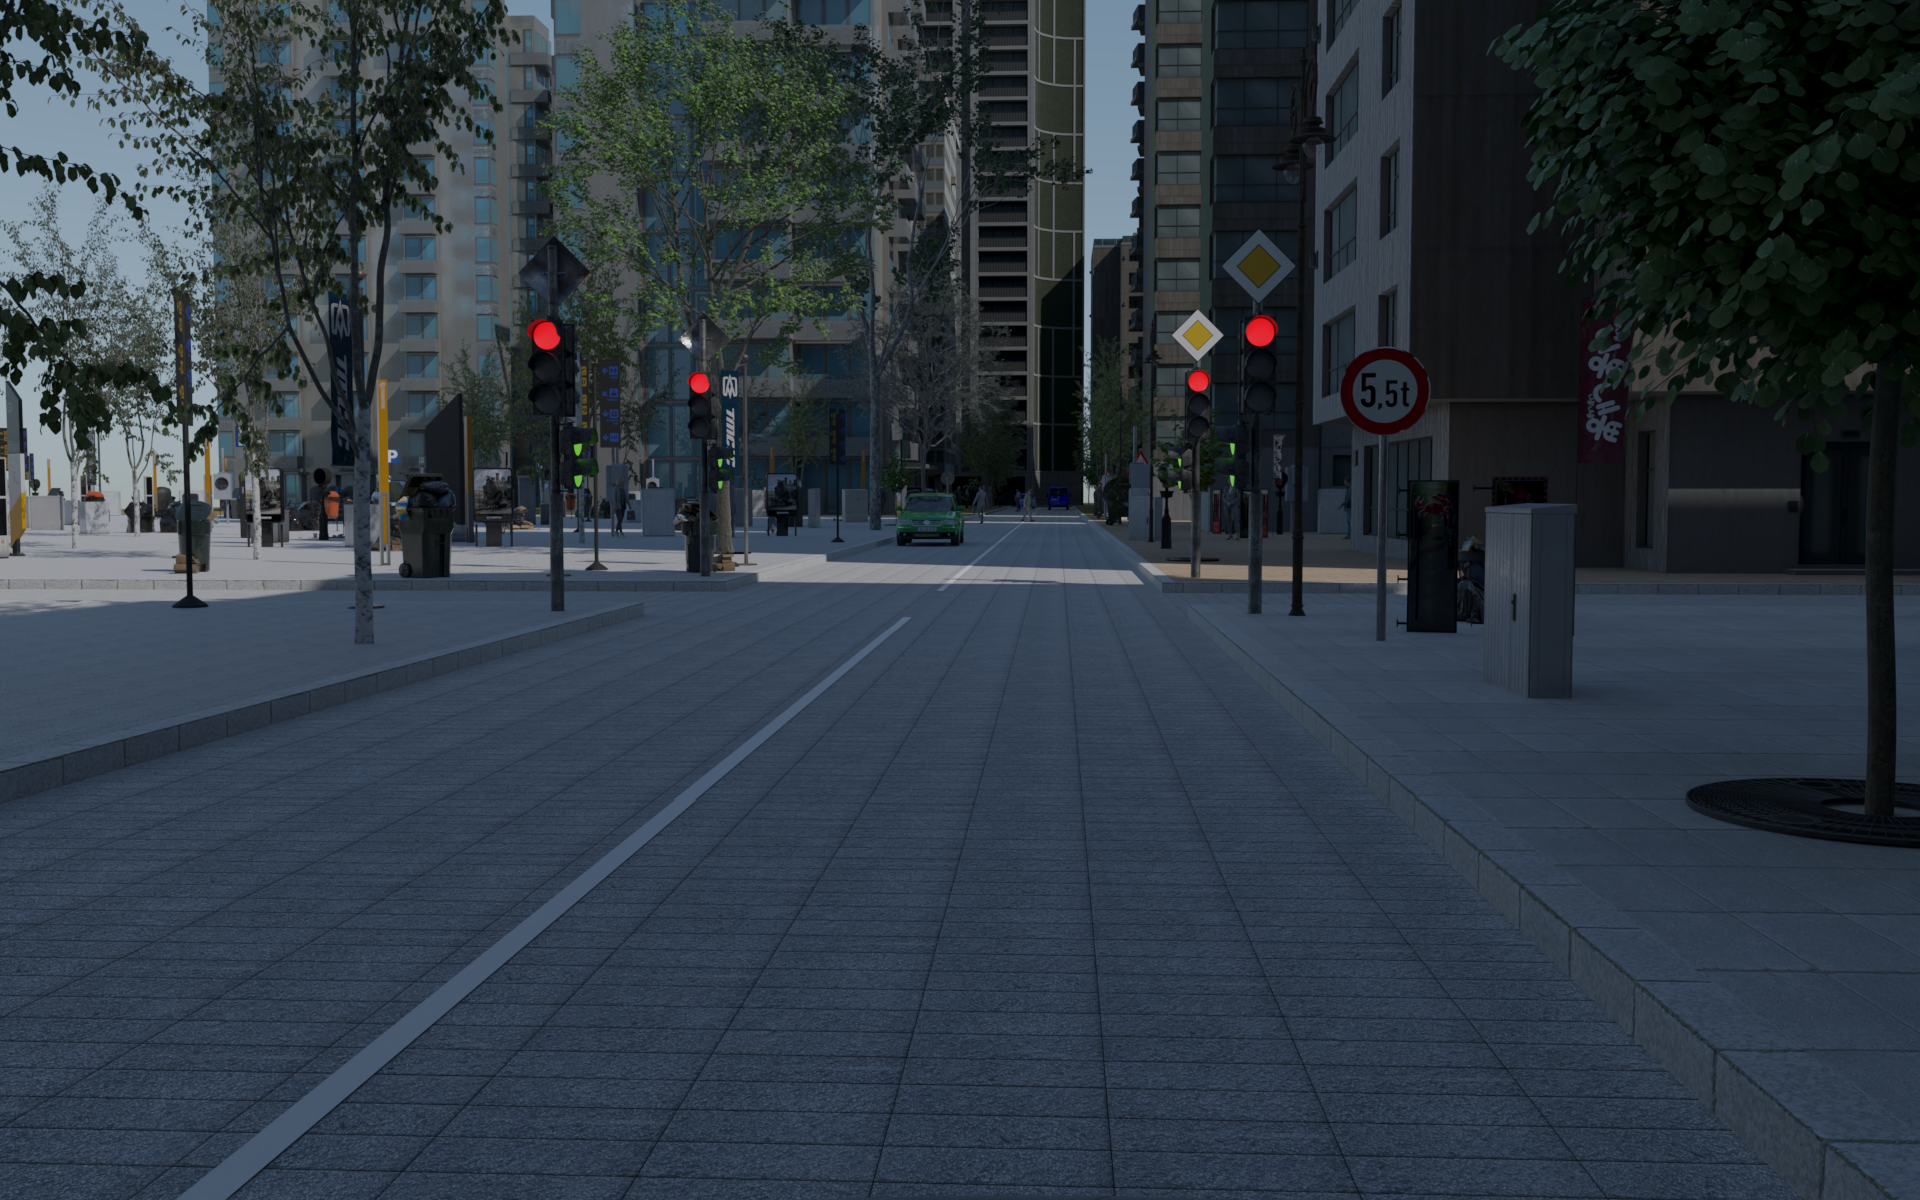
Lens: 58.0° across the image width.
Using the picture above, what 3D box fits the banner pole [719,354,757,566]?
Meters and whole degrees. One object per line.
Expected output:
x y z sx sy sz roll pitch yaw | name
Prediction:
-3.982 -2.500 30.892 0.401 3.779 0.863 2 4 35 | banner pole

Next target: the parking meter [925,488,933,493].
-1.342 -4.107 75.559 0.372 1.533 0.369 0 3 0 | parking meter

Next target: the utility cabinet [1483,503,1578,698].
3.708 -0.011 11.343 0.306 1.237 1.020 0 4 1 | utility cabinet

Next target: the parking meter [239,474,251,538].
-20.735 -2.735 50.425 0.399 1.863 0.255 1 4 11 | parking meter

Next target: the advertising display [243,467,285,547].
-16.769 -2.234 41.747 0.974 1.923 0.123 0 4 7 | advertising display

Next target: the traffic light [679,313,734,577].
-3.954 -2.321 26.874 0.839 4.253 0.868 0 4 3 | traffic light

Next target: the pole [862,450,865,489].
-4.485 -5.300 80.501 0.158 3.312 0.155 0 3 0 | pole

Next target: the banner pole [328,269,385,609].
-6.735 -1.782 19.160 0.401 3.779 0.863 1 4 12 | banner pole

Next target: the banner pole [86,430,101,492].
-29.898 -4.271 59.856 0.863 3.779 0.401 2 4 24 | banner pole

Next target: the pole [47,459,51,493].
-52.877 -6.527 100.564 0.158 3.312 0.155 0 3 0 | pole

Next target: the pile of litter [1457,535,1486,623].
5.576 -0.232 17.751 1.176 0.858 1.719 3 5 41 | pile of litter

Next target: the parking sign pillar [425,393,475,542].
-13.825 -3.568 46.813 1.447 3.967 1.447 2 4 31 | parking sign pillar

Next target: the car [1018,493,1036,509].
6.533 -9.839 170.458 1.945 1.707 3.694 0 4 5 | car

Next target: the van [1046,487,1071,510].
8.806 -9.192 154.675 2.240 2.365 5.245 0 4 3 | van

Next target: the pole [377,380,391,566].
-10.322 -2.273 31.011 0.158 3.312 0.155 0 3 0 | pole

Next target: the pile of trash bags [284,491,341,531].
-22.924 -3.093 60.323 3.447 1.369 1.912 2 4 26 | pile of trash bags

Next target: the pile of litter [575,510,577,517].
-20.692 -5.024 96.110 1.176 0.858 1.719 2 4 32 | pile of litter

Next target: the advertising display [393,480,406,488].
-25.812 -4.534 79.337 0.123 1.923 0.974 3 4 38 | advertising display

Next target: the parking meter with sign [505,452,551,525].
-18.030 -4.642 72.152 1.738 3.016 0.543 -1 4 -19 | parking meter with sign

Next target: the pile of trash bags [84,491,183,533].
-27.438 -2.937 57.777 3.447 1.369 1.912 0 4 -2 | pile of trash bags

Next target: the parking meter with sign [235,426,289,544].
-18.074 -2.981 44.995 0.543 3.016 1.738 0 4 7 | parking meter with sign

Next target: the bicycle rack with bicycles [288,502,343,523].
-28.511 -3.902 77.182 2.852 0.926 2.925 -3 4 -36 | bicycle rack with bicycles

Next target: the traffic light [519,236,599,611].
-4.402 -1.834 18.902 0.839 4.253 0.868 0 4 3 | traffic light

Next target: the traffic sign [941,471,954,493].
-0.697 -5.969 97.700 0.768 2.556 0.104 0 4 4 | traffic sign

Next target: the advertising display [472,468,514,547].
-11.356 -2.260 42.159 0.974 1.923 0.123 0 4 -1 | advertising display

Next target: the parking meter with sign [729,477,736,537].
-6.943 -3.375 51.442 0.543 3.016 1.738 0 4 -3 | parking meter with sign

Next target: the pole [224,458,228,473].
-41.440 -6.364 97.887 0.158 3.312 0.155 0 3 0 | pole

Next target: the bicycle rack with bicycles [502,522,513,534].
-15.274 -2.539 54.891 2.852 0.926 2.925 -1 4 -12 | bicycle rack with bicycles

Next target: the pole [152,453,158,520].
-40.433 -5.698 87.005 0.158 3.312 0.155 0 3 0 | pole

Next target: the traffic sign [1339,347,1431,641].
3.683 -0.916 15.076 0.768 2.556 0.104 1 4 11 | traffic sign

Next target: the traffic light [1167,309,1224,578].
3.596 -2.296 26.467 0.839 4.253 0.868 0 4 3 | traffic light

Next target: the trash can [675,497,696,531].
-9.717 -2.986 60.474 0.748 1.137 0.748 0 3 0 | trash can

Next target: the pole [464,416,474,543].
-12.908 -3.161 45.527 0.158 3.312 0.155 0 3 0 | pole

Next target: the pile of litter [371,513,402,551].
-13.037 -1.560 39.469 1.719 0.858 1.176 3 5 44 | pile of litter

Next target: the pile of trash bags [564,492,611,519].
-18.889 -4.926 90.287 3.447 1.369 1.912 -1 4 -22 | pile of trash bags

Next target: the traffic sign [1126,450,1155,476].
5.375 -3.153 51.549 0.884 2.594 0.081 1 4 11 | traffic sign

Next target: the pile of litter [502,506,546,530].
-15.879 -2.966 62.462 1.719 0.858 1.176 1 4 11 | pile of litter

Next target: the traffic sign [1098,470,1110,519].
7.544 -5.450 89.109 0.884 2.594 0.081 0 4 6 | traffic sign

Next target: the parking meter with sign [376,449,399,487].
-22.571 -4.388 68.006 0.543 3.016 1.738 -3 4 -37 | parking meter with sign

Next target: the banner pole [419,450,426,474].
-30.165 -6.573 97.486 0.863 3.779 0.401 2 4 32 | banner pole

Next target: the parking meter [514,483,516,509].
-24.083 -5.337 92.964 0.255 1.863 0.399 3 4 37 | parking meter

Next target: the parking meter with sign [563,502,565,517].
-22.701 -6.114 96.227 0.543 3.016 1.738 2 4 32 | parking meter with sign

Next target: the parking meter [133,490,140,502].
-49.970 -5.913 105.082 0.372 1.533 0.369 0 3 0 | parking meter

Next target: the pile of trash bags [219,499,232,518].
-39.096 -5.139 93.779 3.447 1.369 1.912 3 4 37 | pile of trash bags

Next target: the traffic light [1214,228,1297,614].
3.148 -1.809 18.495 0.839 4.253 0.868 0 4 3 | traffic light

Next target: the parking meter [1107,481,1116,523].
6.623 -4.284 75.752 0.255 1.863 0.399 -2 4 -29 | parking meter

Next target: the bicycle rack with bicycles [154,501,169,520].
-38.350 -4.305 83.766 2.925 0.926 2.852 1 4 16 | bicycle rack with bicycles

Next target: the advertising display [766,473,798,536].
-5.436 -2.913 52.848 0.974 1.923 0.123 -1 4 -20 | advertising display

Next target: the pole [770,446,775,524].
-8.009 -4.898 73.919 0.158 3.312 0.155 0 3 0 | pole

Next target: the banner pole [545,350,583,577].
-6.099 -2.251 26.824 0.863 3.779 0.401 3 4 38 | banner pole

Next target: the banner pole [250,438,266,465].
-27.017 -4.682 66.575 0.401 3.779 0.863 3 4 37 | banner pole

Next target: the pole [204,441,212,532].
-25.329 -3.944 58.330 0.158 3.312 0.155 0 3 0 | pole

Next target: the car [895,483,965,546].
-0.823 -2.477 49.302 1.959 1.807 4.718 0 4 2 | car
